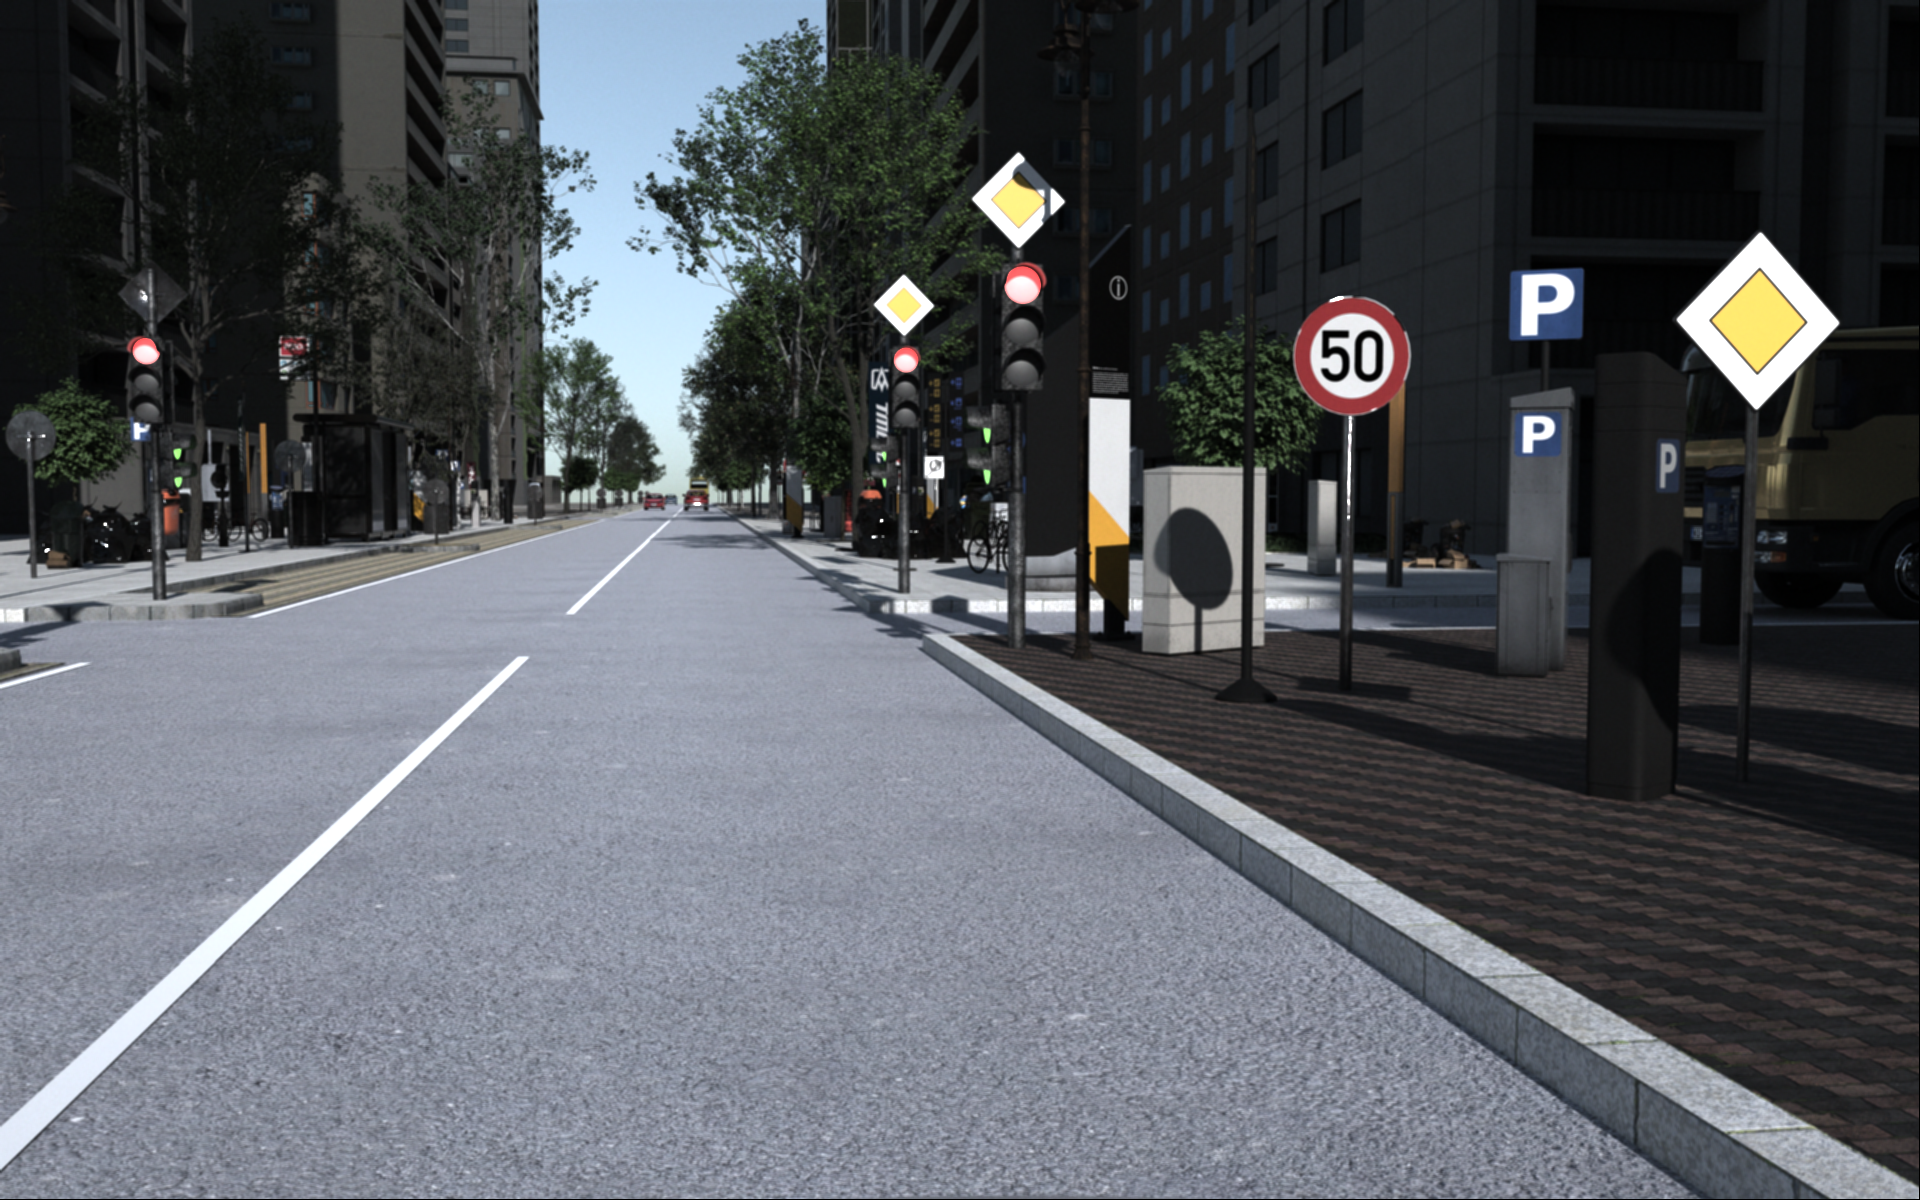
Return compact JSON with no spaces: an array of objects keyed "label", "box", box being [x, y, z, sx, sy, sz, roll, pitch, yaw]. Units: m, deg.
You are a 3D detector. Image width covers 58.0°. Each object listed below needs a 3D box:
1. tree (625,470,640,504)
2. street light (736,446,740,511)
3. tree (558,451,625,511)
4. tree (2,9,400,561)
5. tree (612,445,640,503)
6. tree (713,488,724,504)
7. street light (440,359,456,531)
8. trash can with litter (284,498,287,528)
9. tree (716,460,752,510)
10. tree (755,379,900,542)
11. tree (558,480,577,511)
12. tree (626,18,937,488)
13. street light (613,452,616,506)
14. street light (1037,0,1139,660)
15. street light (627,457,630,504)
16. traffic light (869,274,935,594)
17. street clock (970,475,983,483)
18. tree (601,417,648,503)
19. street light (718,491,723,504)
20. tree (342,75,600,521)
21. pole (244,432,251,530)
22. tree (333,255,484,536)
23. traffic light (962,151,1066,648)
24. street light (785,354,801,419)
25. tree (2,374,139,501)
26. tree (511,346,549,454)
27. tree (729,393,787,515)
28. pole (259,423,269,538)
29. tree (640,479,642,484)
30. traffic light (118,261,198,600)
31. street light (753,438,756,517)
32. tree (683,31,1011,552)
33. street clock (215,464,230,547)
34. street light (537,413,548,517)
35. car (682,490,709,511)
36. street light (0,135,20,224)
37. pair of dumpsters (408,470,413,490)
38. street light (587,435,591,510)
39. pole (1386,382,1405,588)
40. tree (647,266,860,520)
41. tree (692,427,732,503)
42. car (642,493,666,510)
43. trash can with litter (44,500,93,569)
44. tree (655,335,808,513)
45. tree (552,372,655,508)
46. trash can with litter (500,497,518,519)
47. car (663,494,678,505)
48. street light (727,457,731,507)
[{"label":"tree","box":[-39.134,-12.956,195.549,4.285,4.588,4.351,0,3,0]},{"label":"street light","box":[-16.966,-9.774,132.596,0.468,5.910,1.993,-1,4,-9]},{"label":"tree","box":[-28.111,-8.829,128.062,4.285,4.588,4.351,0,3,0]},{"label":"tree","box":[-14.304,-6.020,32.844,7.601,10.594,8.767,-1,4,-20]},{"label":"tree","box":[-46.503,-17.806,241.486,4.360,8.622,3.978,0,3,0]},{"label":"tree","box":[-29.972,-16.483,219.867,4.737,8.622,4.395,0,3,0]},{"label":"street light","box":[-17.522,-5.301,59.454,0.468,5.910,1.993,-1,4,-9]},{"label":"trash can with litter","box":[-25.801,-3.346,66.096,1.055,1.170,0.624,0,4,3]},{"label":"tree","box":[-18.222,-9.783,143.663,4.285,4.588,4.351,0,3,0]},{"label":"tree","box":[-3.153,-3.853,46.716,4.285,4.588,4.351,0,3,0]},{"label":"tree","box":[-29.987,-8.422,132.300,1.663,3.219,1.824,0,3,0]},{"label":"tree","box":[-7.417,-13.205,71.793,12.611,20.169,13.585,0,3,0]},{"label":"street light","box":[-35.659,-12.598,178.758,0.468,5.910,1.993,-1,4,-9]},{"label":"street light","box":[0.955,-2.479,13.321,0.468,5.910,1.993,-1,4,-9]},{"label":"street light","box":[-41.526,-14.945,217.131,0.468,5.910,1.993,-1,4,-9]},{"label":"traffic light","box":[-0.741,-2.040,22.278,0.839,4.253,0.868,-1,4,-9]},{"label":"street clock","box":[0.629,-3.739,65.703,0.471,2.002,0.358,0,4,-7]},{"label":"tree","box":[-47.810,-20.450,251.367,9.611,12.733,9.660,0,3,0]},{"label":"street light","box":[-35.339,-17.169,253.493,0.468,5.910,1.993,-1,4,-9]},{"label":"tree","box":[-23.046,-13.784,81.263,12.611,20.169,13.585,0,3,0]},{"label":"pole","box":[-23.379,-3.850,56.795,0.158,3.312,0.155,0,3,0]},{"label":"tree","box":[-17.006,-6.284,53.113,4.360,8.622,3.978,0,3,0]},{"label":"traffic light","box":[0.454,-1.557,14.382,0.839,4.253,0.868,-1,4,-9]},{"label":"street light","box":[-5.512,-5.161,57.174,0.468,5.910,1.993,-1,4,-9]},{"label":"tree","box":[-24.447,-3.906,47.571,4.285,4.588,4.351,0,3,0]},{"label":"tree","box":[-25.667,-11.471,113.298,9.928,11.665,9.643,0,3,0]},{"label":"tree","box":[-11.924,-9.397,104.000,4.360,8.622,3.978,0,3,0]},{"label":"pole","box":[-20.104,-3.436,50.024,0.158,3.312,0.155,0,3,0]},{"label":"tree","box":[-43.976,-15.115,230.849,4.285,4.588,4.351,0,3,0]},{"label":"traffic light","box":[-9.698,-1.957,20.911,0.839,4.253,0.868,-1,4,-9]},{"label":"street light","box":[-11.457,-7.555,96.307,0.468,5.910,1.993,-1,4,-9]},{"label":"tree","box":[-2.318,-6.923,38.951,9.928,11.665,9.643,0,3,0]},{"label":"street clock","box":[-17.843,-2.284,41.916,0.358,2.002,0.471,-1,4,-15]},{"label":"street light","box":[-23.405,-7.608,97.185,0.468,5.910,1.993,-1,4,-9]},{"label":"car","box":[-22.578,-8.533,148.180,2.281,1.827,5.304,-1,4,-10]},{"label":"street light","box":[-11.817,-2.942,20.889,0.468,5.910,1.993,-1,4,-9]},{"label":"pair of dumpsters","box":[-21.879,-3.938,66.880,1.574,2.255,4.437,-1,4,-8]},{"label":"street light","box":[-29.114,-9.973,135.853,0.468,5.910,1.993,-1,4,-9]},{"label":"pole","box":[5.978,-1.829,23.739,0.158,3.312,0.155,0,3,0]},{"label":"tree","box":[-9.371,-10.411,87.231,9.611,12.733,9.660,0,3,0]},{"label":"tree","box":[-26.764,-17.142,198.391,7.486,12.596,7.792,0,3,0]},{"label":"car","box":[-27.651,-9.040,156.846,2.155,1.783,4.494,0,4,-7]},{"label":"trash can with litter","box":[-15.459,-1.138,30.000,0.624,1.170,1.055,-1,4,-15]},{"label":"tree","box":[-13.860,-12.547,115.515,12.009,13.543,11.850,0,3,0]},{"label":"tree","box":[-34.250,-15.580,165.103,12.009,13.543,11.850,0,3,0]},{"label":"trash can with litter","box":[-24.218,-4.902,91.208,2.233,1.210,1.678,-1,4,-11]},{"label":"car","box":[-38.626,-13.407,231.199,2.014,1.417,4.499,-1,4,-9]},{"label":"street light","box":[-22.822,-12.142,171.308,0.468,5.910,1.993,-1,4,-9]}]
